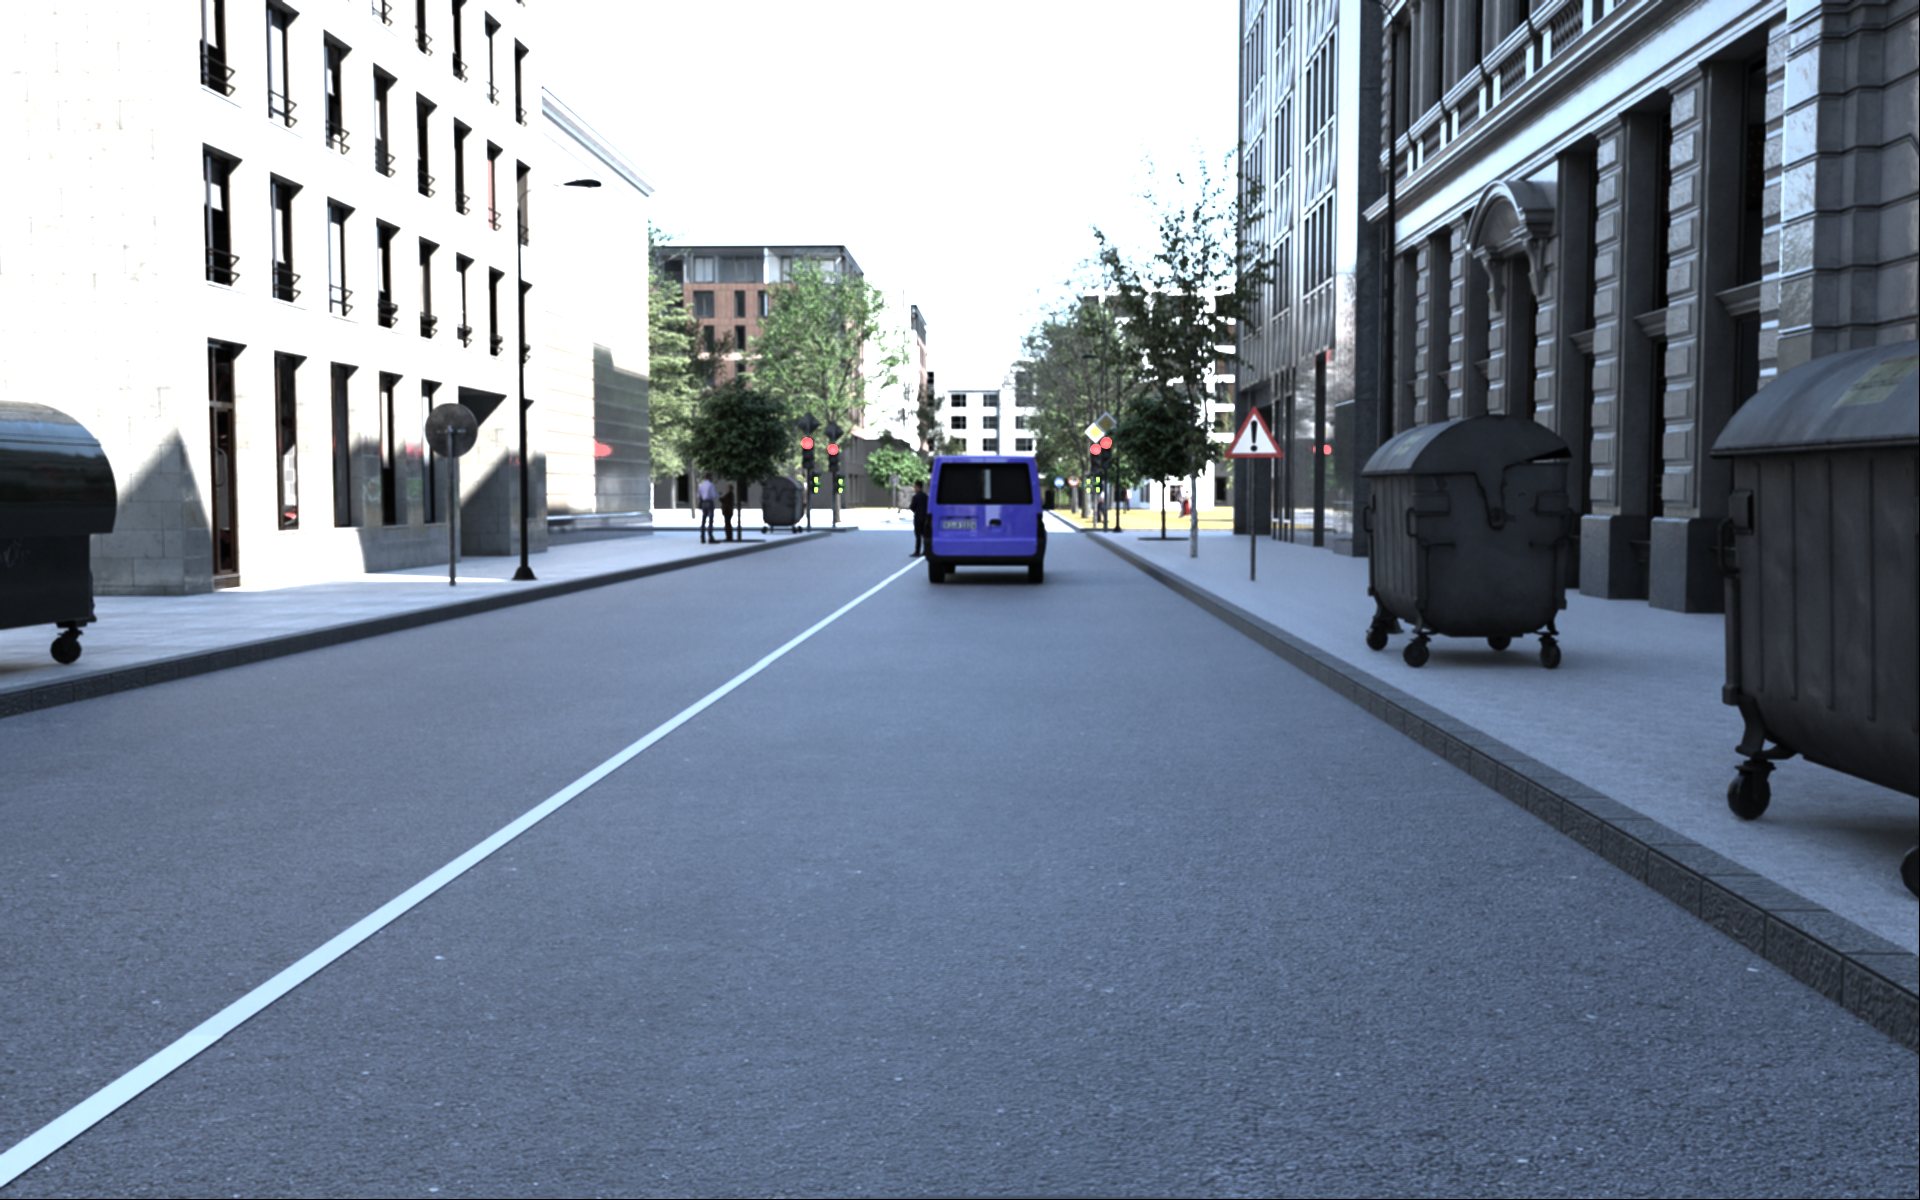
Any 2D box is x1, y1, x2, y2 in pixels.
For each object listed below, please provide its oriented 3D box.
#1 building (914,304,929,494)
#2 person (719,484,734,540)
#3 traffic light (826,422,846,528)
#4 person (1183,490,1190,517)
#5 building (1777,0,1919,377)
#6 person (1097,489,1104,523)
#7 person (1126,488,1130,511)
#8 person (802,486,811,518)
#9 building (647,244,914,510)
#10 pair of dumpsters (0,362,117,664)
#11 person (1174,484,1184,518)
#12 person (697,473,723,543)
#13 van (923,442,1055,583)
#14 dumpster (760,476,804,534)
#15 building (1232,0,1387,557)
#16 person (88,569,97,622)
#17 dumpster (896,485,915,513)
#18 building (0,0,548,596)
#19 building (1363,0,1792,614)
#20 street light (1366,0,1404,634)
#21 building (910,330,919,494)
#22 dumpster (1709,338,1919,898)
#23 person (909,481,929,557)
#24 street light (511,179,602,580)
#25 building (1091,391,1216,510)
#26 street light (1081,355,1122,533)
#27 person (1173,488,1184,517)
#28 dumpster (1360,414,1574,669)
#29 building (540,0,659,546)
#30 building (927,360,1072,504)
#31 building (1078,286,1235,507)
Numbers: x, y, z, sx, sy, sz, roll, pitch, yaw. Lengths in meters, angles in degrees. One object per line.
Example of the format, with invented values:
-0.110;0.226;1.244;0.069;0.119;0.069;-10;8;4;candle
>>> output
-20.442;-21.818;200.697;32.646;21.610;27.936;0;4;2;building
-6.427;-2.414;47.780;0.388;1.546;0.482;1;4;11;person
-4.815;-4.718;66.376;0.839;4.213;0.868;0;4;2;traffic light
12.924;-5.534;98.986;0.523;1.526;0.387;2;4;24;person
12.377;-9.823;2.412;13.314;21.916;24.055;0;4;2;building
6.210;-4.162;76.308;0.590;1.554;0.614;0;4;-7;person
12.380;-7.405;128.051;0.436;1.711;0.756;1;4;15;person
-8.318;-5.317;93.659;0.565;1.739;0.600;0;4;-7;person
-19.389;-19.240;158.544;27.936;21.610;32.646;0;4;2;building
-7.228;-0.521;11.019;1.574;2.255;4.436;0;4;2;pair of dumpsters
11.670;-5.293;92.445;0.599;1.838;0.709;0;4;4;person
-6.463;-2.393;45.031;0.709;1.838;0.599;2;4;35;person
0.505;-1.544;29.634;2.240;2.365;5.245;0;4;3;van
-5.826;-3.114;56.669;1.264;1.857;1.865;0;4;2;dumpster
14.328;-13.834;44.205;12.078;24.808;19.932;0;4;2;building
-8.965;-0.695;17.280;0.709;1.838;0.599;0;4;-3;person
-3.573;-6.677;114.927;1.264;1.857;1.865;0;4;2;dumpster
-14.641;-10.700;29.690;10.420;20.320;16.860;0;4;2;building
12.806;-11.958;24.386;11.050;23.489;19.941;0;4;2;building
3.405;-2.653;15.916;1.470;5.913;1.316;0;4;2;street light
-12.252;-19.846;180.910;16.016;20.091;11.380;0;4;2;building
3.597;-0.019;6.066;1.264;1.857;1.865;0;4;2;dumpster
-0.954;-1.872;39.811;0.504;1.737;0.576;2;4;32;person
-5.971;-3.250;25.682;1.470;5.913;1.316;0;4;2;street light
16.820;-13.053;155.560;9.099;9.664;28.070;0;4;2;building
4.735;-5.215;57.810;1.470;5.913;1.316;0;4;2;street light
12.231;-5.545;97.237;0.750;1.759;0.617;1;4;17;person
3.910;-0.470;13.443;1.264;1.857;1.865;0;4;2;dumpster
-19.592;-16.022;47.869;20.117;28.700;13.634;0;4;2;building
5.874;-22.629;236.441;31.486;18.905;16.747;0;4;2;building
26.609;-20.932;186.213;27.936;21.610;32.646;0;4;2;building
